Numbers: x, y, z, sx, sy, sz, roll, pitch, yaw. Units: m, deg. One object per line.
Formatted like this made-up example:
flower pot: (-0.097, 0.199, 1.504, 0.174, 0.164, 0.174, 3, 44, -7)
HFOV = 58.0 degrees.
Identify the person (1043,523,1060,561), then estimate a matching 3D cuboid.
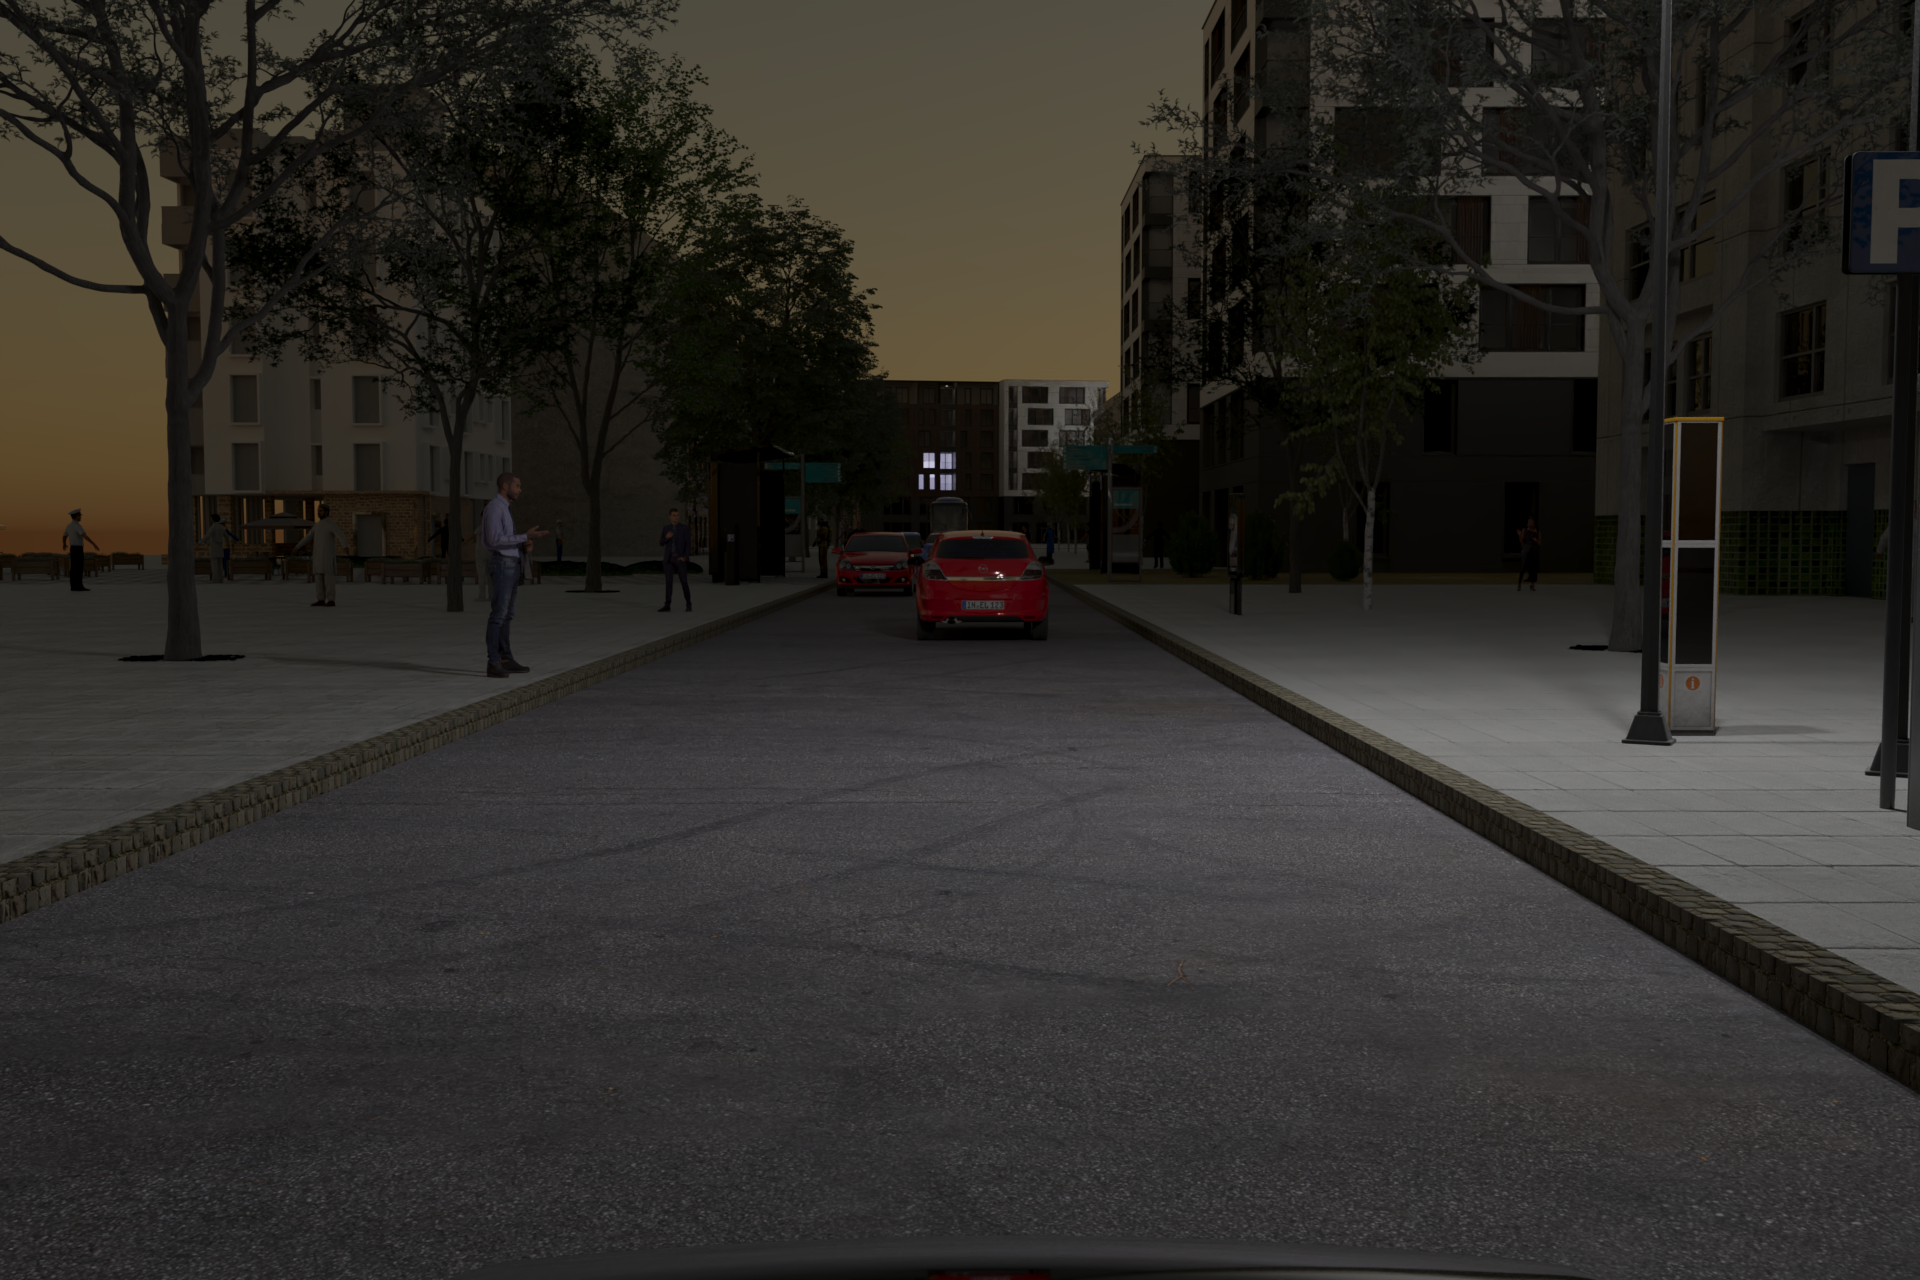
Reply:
person: (4.255, -4.610, 81.506, 0.704, 1.817, 1.347, 3, 4, 38)

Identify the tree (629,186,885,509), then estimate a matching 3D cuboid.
tree: (-7.399, -9.665, 64.672, 9.857, 13.997, 8.962, 0, 3, 0)

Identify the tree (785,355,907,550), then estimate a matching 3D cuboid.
tree: (-8.306, -12.826, 116.357, 9.857, 13.997, 8.962, 0, 3, 0)

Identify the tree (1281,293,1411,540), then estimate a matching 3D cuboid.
tree: (11.749, -6.236, 52.314, 4.360, 8.622, 3.978, 0, 3, 0)

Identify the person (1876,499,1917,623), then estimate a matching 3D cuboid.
person: (13.737, -1.159, 25.089, 0.704, 1.811, 1.347, -1, 4, -14)

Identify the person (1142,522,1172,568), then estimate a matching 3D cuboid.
person: (7.387, -3.544, 64.670, 1.216, 1.740, 0.721, -1, 4, -19)

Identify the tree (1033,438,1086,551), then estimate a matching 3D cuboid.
tree: (7.566, -11.116, 132.107, 4.737, 8.622, 4.395, 0, 3, 0)

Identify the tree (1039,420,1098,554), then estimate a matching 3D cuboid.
tree: (7.170, -9.795, 110.509, 4.737, 8.622, 4.395, 0, 3, 0)

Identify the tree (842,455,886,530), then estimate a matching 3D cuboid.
tree: (-7.505, -10.821, 127.280, 4.360, 8.622, 3.978, 0, 3, 0)

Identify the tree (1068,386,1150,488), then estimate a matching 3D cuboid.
tree: (7.128, -8.321, 86.410, 4.360, 8.622, 3.978, 0, 3, 0)

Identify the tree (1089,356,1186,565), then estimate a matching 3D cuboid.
tree: (7.480, -7.430, 71.851, 4.737, 8.622, 4.395, 0, 3, 0)

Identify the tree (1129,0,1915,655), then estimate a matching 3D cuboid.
tree: (7.397, -6.625, 18.687, 12.009, 13.543, 11.850, 0, 3, 0)

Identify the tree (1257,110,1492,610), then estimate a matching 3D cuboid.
tree: (6.980, -4.838, 29.458, 4.737, 8.622, 4.395, 0, 3, 0)

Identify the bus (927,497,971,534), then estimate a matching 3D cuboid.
bus: (-0.707, -7.803, 119.133, 2.896, 3.916, 12.251, 0, 3, 0)

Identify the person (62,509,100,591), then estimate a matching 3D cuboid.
person: (-19.857, -2.031, 38.991, 1.343, 1.855, 0.704, 2, 4, 33)

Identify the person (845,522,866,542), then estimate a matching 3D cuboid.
person: (-4.452, -4.309, 76.587, 1.346, 1.812, 0.704, -1, 4, -17)

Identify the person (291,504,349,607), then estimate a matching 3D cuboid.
person: (-11.290, -1.506, 30.710, 1.344, 1.819, 0.704, 2, 4, 26)

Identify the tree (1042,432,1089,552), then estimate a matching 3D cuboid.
tree: (7.877, -10.707, 125.420, 4.360, 8.622, 3.978, 0, 3, 0)

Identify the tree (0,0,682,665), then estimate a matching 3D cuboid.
tree: (-7.903, -6.544, 17.372, 12.009, 13.543, 11.850, 0, 3, 0)

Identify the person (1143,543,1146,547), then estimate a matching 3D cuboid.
person: (7.592, -3.913, 73.248, 0.599, 1.433, 0.991, -1, 4, -21)

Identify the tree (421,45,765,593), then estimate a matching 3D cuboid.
tree: (-8.001, -6.834, 37.494, 9.928, 11.665, 9.643, 0, 3, 0)

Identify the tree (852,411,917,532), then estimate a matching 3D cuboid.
tree: (-7.277, -13.404, 144.907, 9.928, 11.665, 9.643, 0, 3, 0)

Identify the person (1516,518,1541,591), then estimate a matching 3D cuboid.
person: (12.803, -1.924, 38.978, 0.593, 1.643, 0.415, -2, 4, -30)

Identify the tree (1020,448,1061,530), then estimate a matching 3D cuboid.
tree: (7.808, -12.069, 147.694, 4.360, 8.622, 3.978, 0, 3, 0)

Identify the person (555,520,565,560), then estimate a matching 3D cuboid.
person: (-15.530, -3.758, 67.293, 0.705, 1.847, 1.347, -1, 4, -20)

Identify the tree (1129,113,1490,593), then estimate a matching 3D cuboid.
tree: (7.511, -6.319, 37.720, 8.767, 10.594, 7.601, 2, 4, 32)

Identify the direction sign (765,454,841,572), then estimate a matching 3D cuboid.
direction sign: (-5.244, -4.256, 58.348, 2.525, 3.948, 1.411, 0, 4, 0)

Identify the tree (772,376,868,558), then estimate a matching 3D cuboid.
tree: (-8.604, -9.740, 93.659, 7.601, 10.594, 8.767, -1, 4, -11)

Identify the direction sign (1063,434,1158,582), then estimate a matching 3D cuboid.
direction sign: (4.004, -3.491, 45.843, 2.525, 3.948, 1.411, 0, 4, 1)

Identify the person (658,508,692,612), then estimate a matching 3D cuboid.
person: (-4.707, -1.324, 28.606, 0.541, 1.710, 0.530, 1, 4, 21)

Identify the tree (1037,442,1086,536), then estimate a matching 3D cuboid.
tree: (7.970, -11.469, 137.875, 4.737, 8.622, 4.395, 0, 3, 0)

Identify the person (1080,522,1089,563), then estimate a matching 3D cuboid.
person: (5.814, -4.392, 77.952, 0.704, 1.843, 1.345, 2, 4, 33)

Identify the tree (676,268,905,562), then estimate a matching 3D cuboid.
tree: (-7.694, -10.312, 78.979, 12.009, 13.543, 11.850, 0, 3, 0)

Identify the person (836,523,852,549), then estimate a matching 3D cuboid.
person: (-5.483, -4.737, 83.580, 0.705, 1.813, 1.348, 2, 4, 35)

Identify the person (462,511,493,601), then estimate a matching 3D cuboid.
person: (-9.138, -1.613, 33.151, 0.721, 1.739, 1.217, 2, 4, 34)

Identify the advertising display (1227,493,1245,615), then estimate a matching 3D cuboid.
advertising display: (4.416, -1.376, 27.708, 0.123, 1.923, 0.974, 0, 4, 0)

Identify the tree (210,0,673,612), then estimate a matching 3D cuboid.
tree: (-8.425, -5.724, 27.993, 8.767, 10.594, 7.601, 1, 4, 8)

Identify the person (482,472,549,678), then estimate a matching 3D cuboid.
person: (-4.007, -0.599, 15.700, 0.599, 1.838, 0.709, 0, 4, -5)

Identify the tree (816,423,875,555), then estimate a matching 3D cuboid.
tree: (-7.353, -9.447, 104.828, 4.360, 8.622, 3.978, 0, 3, 0)
